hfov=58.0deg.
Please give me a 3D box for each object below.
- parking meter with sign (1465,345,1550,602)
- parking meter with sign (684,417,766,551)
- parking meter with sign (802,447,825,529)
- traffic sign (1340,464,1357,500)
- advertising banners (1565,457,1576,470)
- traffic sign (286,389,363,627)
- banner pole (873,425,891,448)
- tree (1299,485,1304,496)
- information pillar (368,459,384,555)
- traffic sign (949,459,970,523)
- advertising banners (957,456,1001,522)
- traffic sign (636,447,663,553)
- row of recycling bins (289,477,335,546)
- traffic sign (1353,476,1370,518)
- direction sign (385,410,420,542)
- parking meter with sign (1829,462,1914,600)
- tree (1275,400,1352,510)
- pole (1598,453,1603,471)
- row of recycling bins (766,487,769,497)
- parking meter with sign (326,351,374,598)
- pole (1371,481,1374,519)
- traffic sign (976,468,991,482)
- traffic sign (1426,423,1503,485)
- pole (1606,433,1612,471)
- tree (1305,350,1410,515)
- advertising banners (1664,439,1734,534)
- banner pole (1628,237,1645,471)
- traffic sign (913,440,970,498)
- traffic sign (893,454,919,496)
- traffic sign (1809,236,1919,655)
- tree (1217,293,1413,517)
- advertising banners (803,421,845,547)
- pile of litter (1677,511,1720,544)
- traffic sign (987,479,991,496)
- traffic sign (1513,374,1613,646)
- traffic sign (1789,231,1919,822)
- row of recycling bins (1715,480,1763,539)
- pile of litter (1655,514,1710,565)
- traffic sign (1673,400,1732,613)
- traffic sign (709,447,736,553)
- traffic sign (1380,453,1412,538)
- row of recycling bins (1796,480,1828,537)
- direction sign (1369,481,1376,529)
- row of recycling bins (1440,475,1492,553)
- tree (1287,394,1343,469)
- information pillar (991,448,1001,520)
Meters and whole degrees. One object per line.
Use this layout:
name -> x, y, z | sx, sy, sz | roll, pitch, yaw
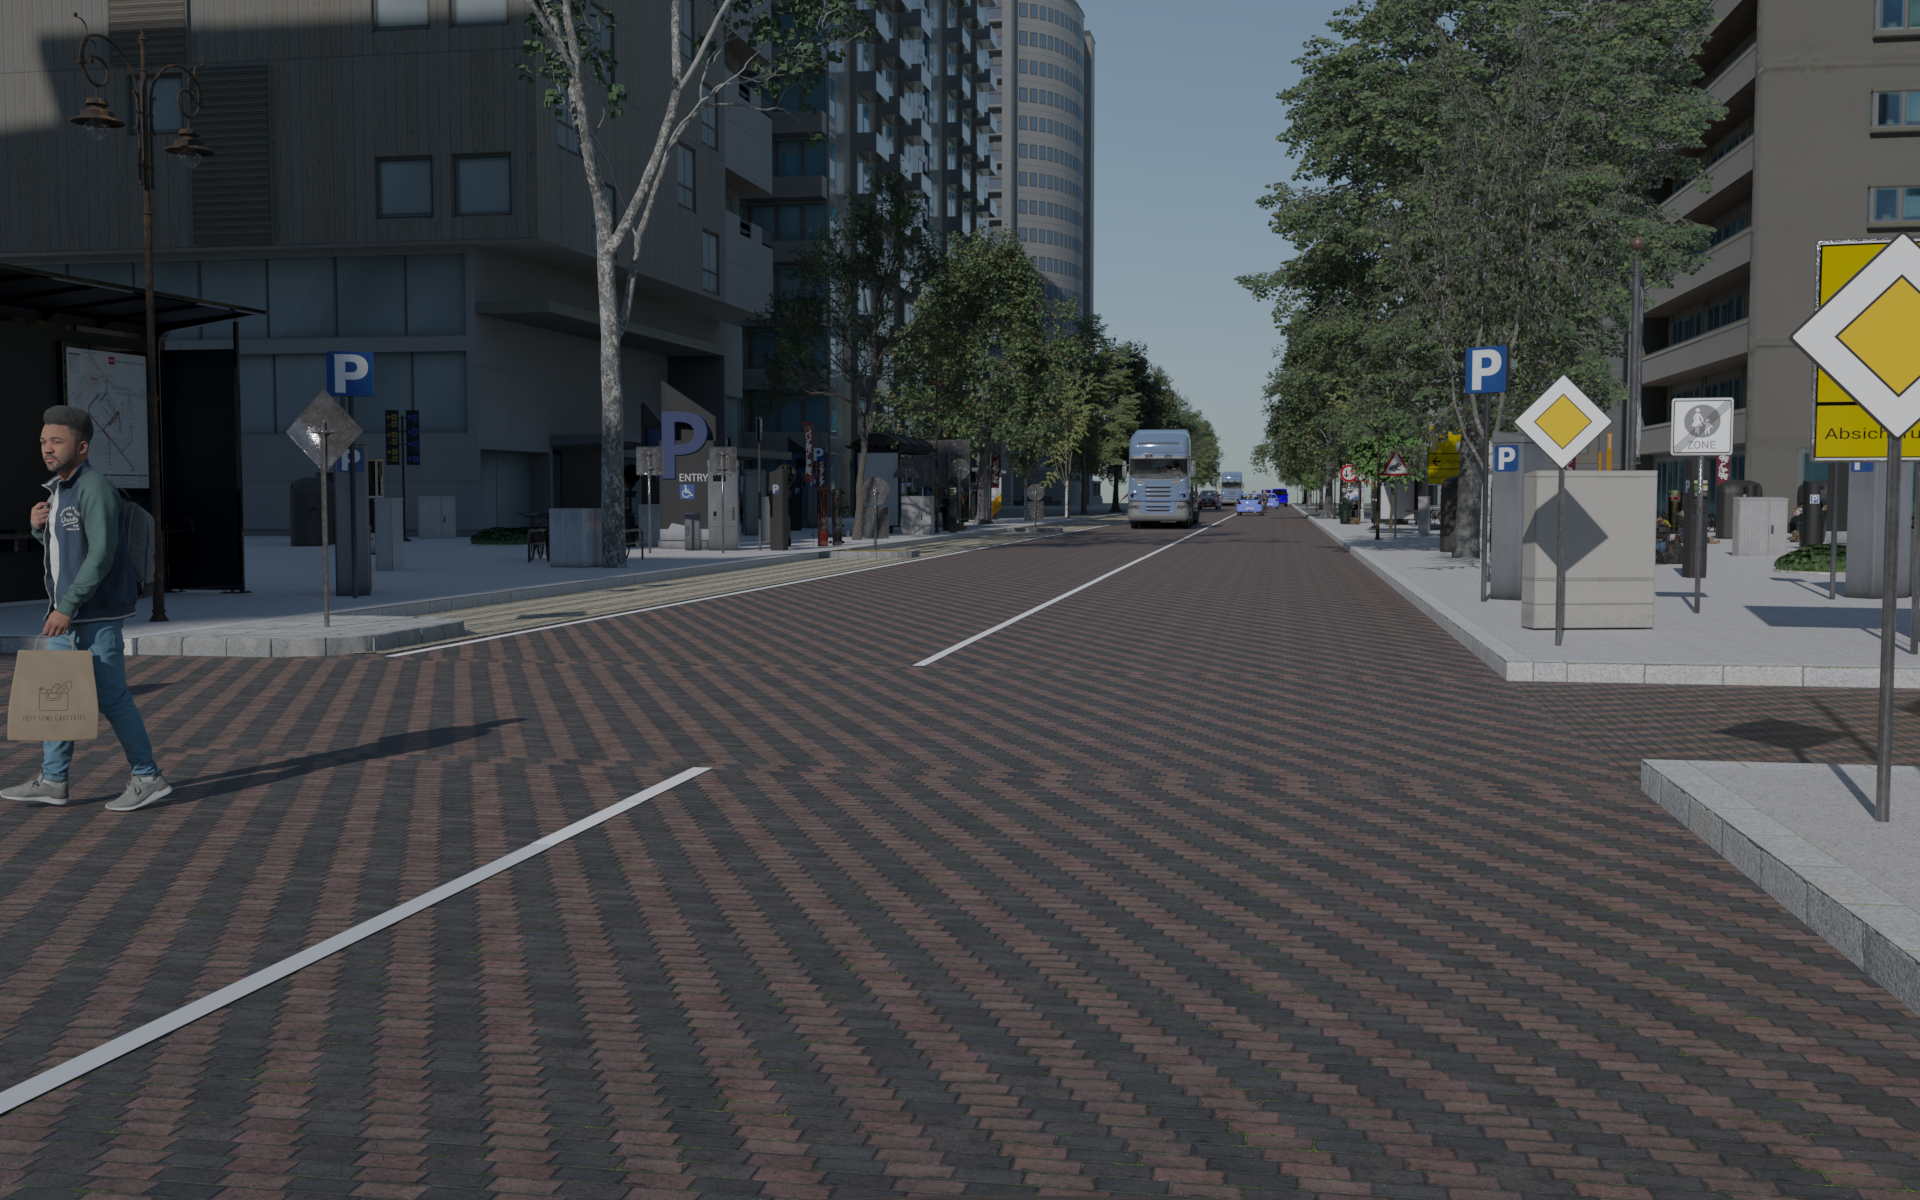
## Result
parking meter with sign -> 6.860, -1.518, 21.084 | 1.738, 3.016, 0.543 | -3, 5, -41
parking meter with sign -> -5.376, -2.634, 39.319 | 1.738, 3.016, 0.543 | 0, 4, -2
parking meter with sign -> -5.605, -4.199, 64.917 | 0.543, 3.016, 1.738 | -2, 4, -24
traffic sign -> 16.692, -4.541, 74.344 | 0.768, 2.556, 0.104 | 1, 4, 13
advertising banners -> 18.759, -3.599, 55.027 | 0.090, 3.025, 2.074 | -2, 4, -30
traffic sign -> -6.101, -0.795, 16.640 | 0.795, 2.450, 0.064 | 1, 4, 10
banner pole -> -2.862, -4.433, 62.493 | 0.863, 3.779, 0.401 | -1, 4, -19
tree -> 47.689, -17.667, 239.214 | 4.737, 8.622, 4.395 | 0, 3, 0
information pillar -> -12.412, -1.969, 36.690 | 0.304, 2.012, 0.304 | 0, 4, 8
traffic sign -> -0.028, -3.795, 62.149 | 0.768, 2.556, 0.104 | 1, 4, 11
advertising banners -> 0.900, -5.085, 79.323 | 2.074, 3.025, 0.090 | 0, 4, -5
traffic sign -> -6.699, -2.156, 37.376 | 0.606, 2.300, 0.079 | 1, 4, 12
row of recycling bins -> -16.423, -2.260, 44.062 | 1.069, 1.692, 3.534 | -1, 4, -16
traffic sign -> 17.282, -4.588, 75.016 | 0.884, 2.594, 0.081 | 1, 4, 17
direction sign -> -15.015, -3.347, 46.717 | 0.876, 3.537, 0.379 | -1, 4, -10
parking meter with sign -> 11.363, -1.532, 21.317 | 1.738, 3.016, 0.543 | -2, 4, -24
tree -> 30.027, -13.806, 143.853 | 7.486, 12.596, 7.792 | 0, 3, 0
pole -> 31.430, -5.579, 85.062 | 0.158, 3.312, 0.155 | 0, 3, 0
row of recycling bins -> -11.164, -5.221, 92.483 | 1.069, 1.692, 3.534 | 1, 4, 20
parking meter with sign -> -7.720, -1.576, 22.030 | 0.543, 3.016, 1.738 | -1, 4, -19
pole -> 21.004, -5.765, 88.101 | 0.158, 3.312, 0.155 | 0, 3, 0
traffic sign -> 1.091, -4.911, 80.407 | 0.768, 2.556, 0.104 | 1, 4, 16
traffic sign -> 14.608, -3.426, 49.890 | 2.265, 3.308, 0.079 | 1, 4, 13
pole -> 21.711, -3.923, 57.991 | 0.158, 3.312, 0.155 | 0, 3, 0
tree -> 23.604, -11.031, 106.109 | 9.928, 11.665, 9.643 | 0, 3, 0
advertising banners -> 23.543, -3.607, 55.161 | 2.074, 3.025, 0.090 | 0, 4, 5
banner pole -> 6.709, -1.662, 17.192 | 0.401, 3.779, 0.863 | 2, 4, 28
traffic sign -> -0.719, -4.373, 65.376 | 2.265, 3.308, 0.079 | 1, 4, 18
traffic sign -> -1.747, -3.415, 55.838 | 0.884, 2.594, 0.081 | 1, 4, 13
traffic sign -> 7.939, -1.210, 13.651 | 2.265, 3.308, 0.079 | 1, 4, 18
tree -> 20.454, -10.899, 95.212 | 9.611, 12.733, 9.660 | 0, 3, 0
advertising banners -> -3.339, -2.822, 42.321 | 0.090, 3.025, 2.074 | 2, 4, 24
pile of litter -> 19.136, -1.914, 45.266 | 1.176, 0.858, 1.719 | 0, 4, 1
traffic sign -> 1.377, -5.368, 87.865 | 0.768, 2.556, 0.104 | 1, 4, 13
traffic sign -> 5.054, -0.669, 14.580 | 0.795, 2.450, 0.064 | 1, 4, 10
traffic sign -> 3.613, -0.189, 6.725 | 0.795, 2.450, 0.064 | 1, 4, 10
row of recycling bins -> 22.752, -2.662, 50.643 | 1.069, 1.692, 3.534 | 2, 4, 32
pile of litter -> 12.581, -1.091, 31.797 | 1.719, 0.858, 1.176 | -1, 4, -16
traffic sign -> 7.921, -1.004, 18.547 | 0.606, 2.300, 0.079 | 1, 4, 17
traffic sign -> -5.143, -2.167, 37.567 | 0.606, 2.300, 0.079 | 1, 4, 11
traffic sign -> 12.625, -3.068, 50.166 | 0.884, 2.594, 0.081 | 1, 4, 20
row of recycling bins -> 26.347, -2.825, 53.302 | 1.069, 1.692, 3.534 | 1, 4, 20
direction sign -> 15.324, -4.401, 63.949 | 0.379, 3.537, 0.876 | 0, 4, 7
row of recycling bins -> 11.961, -1.962, 39.196 | 3.534, 1.692, 1.069 | -3, 5, -44
tree -> 27.938, -12.062, 131.622 | 7.601, 10.594, 8.767 | 3, 5, 41
information pillar -> 1.806, -5.831, 86.688 | 0.504, 3.616, 0.183 | -1, 4, -12
